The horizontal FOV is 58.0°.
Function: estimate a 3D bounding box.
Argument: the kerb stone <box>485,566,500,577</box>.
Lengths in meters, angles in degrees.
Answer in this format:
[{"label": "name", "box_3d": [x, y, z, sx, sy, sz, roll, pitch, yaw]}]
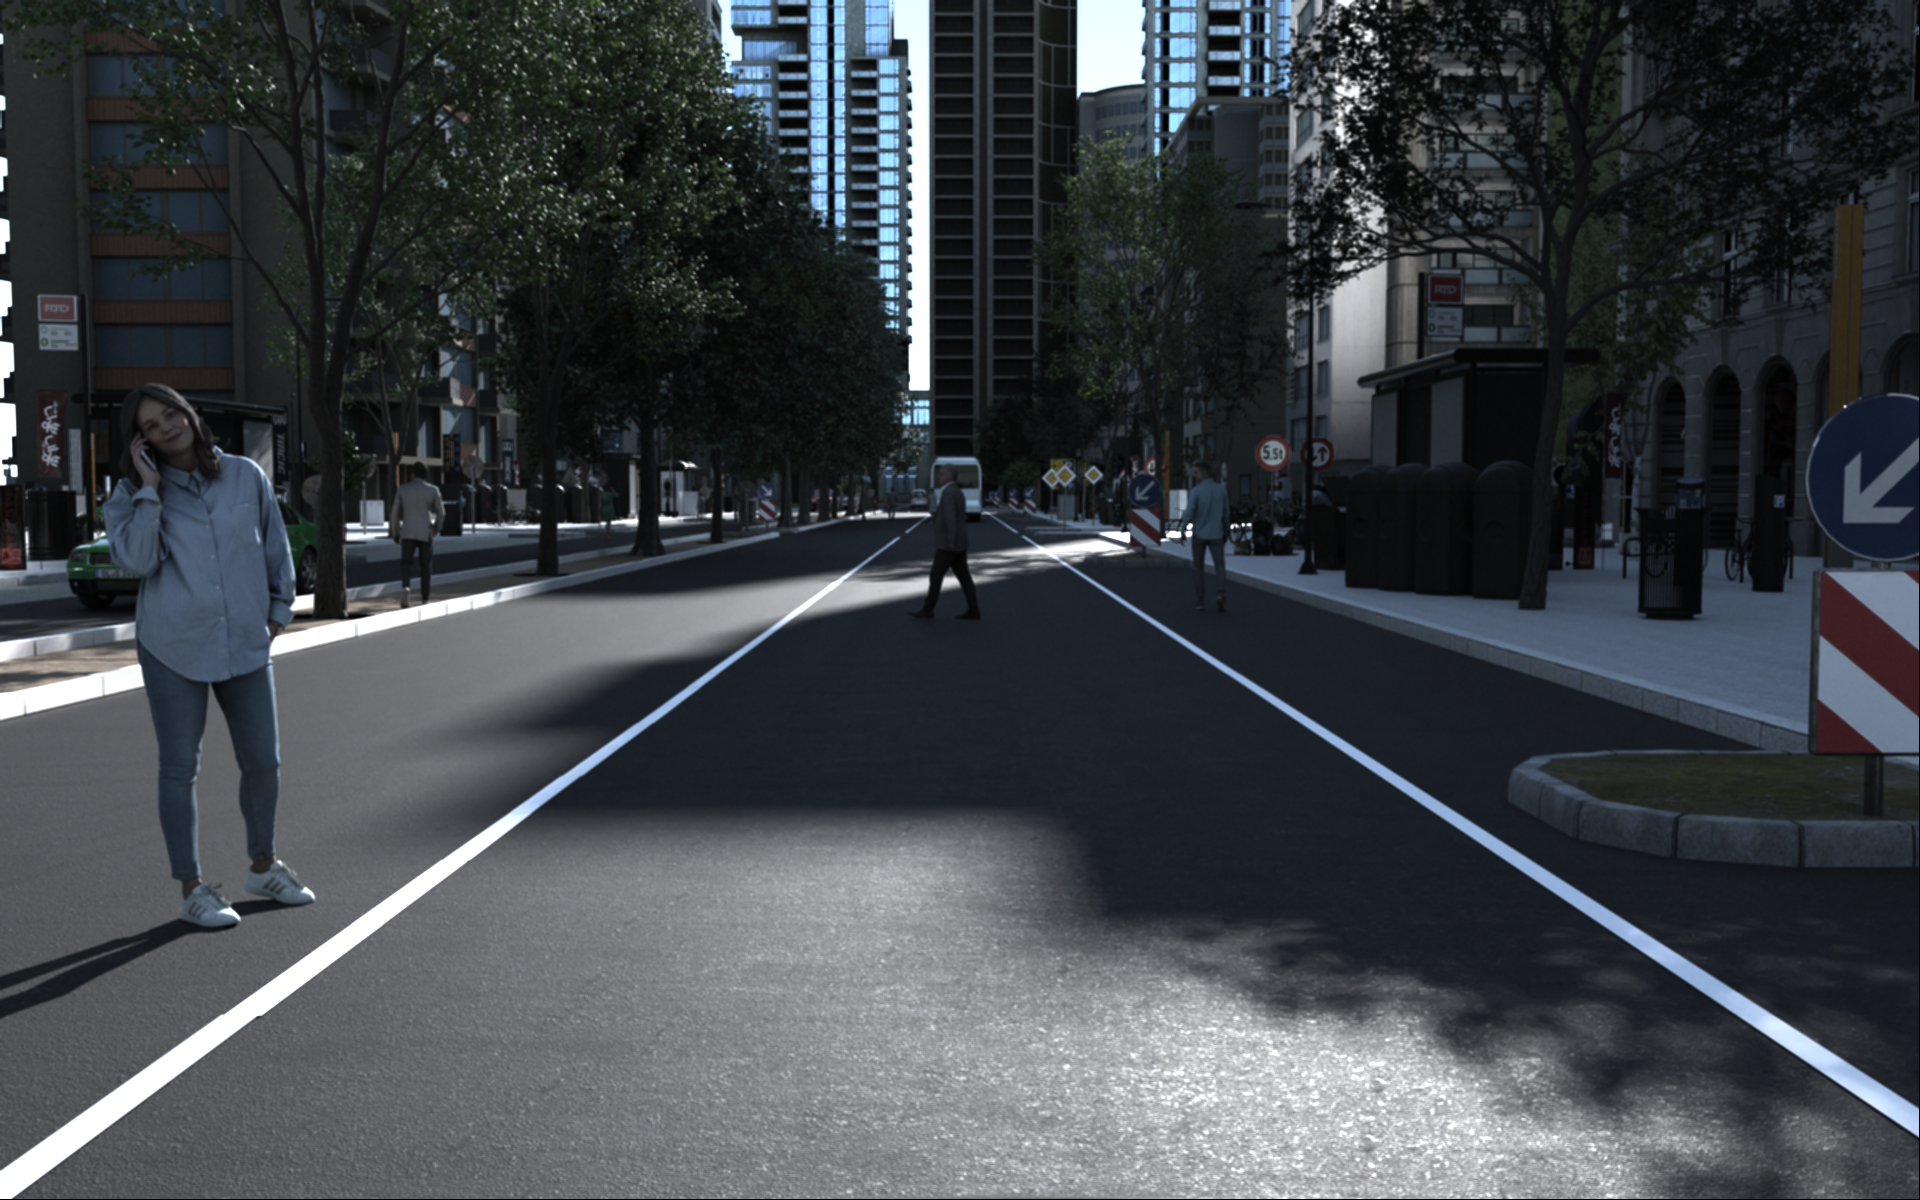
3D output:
[{"label": "kerb stone", "box_3d": [-8.230, -0.481, 30.099, 0.120, 0.150, 1.000, 0, 3, 0]}]

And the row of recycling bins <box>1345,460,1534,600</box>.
[{"label": "row of recycling bins", "box_3d": [6.212, -0.946, 22.573, 1.069, 1.692, 3.534, -1, 4, -21]}]

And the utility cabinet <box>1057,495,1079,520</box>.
[{"label": "utility cabinet", "box_3d": [5.340, -4.567, 85.835, 1.020, 1.237, 0.306, -1, 4, -15]}]

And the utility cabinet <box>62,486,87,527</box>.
[{"label": "utility cabinet", "box_3d": [-23.191, -2.245, 45.390, 0.318, 1.500, 1.173, -3, 5, -40]}]

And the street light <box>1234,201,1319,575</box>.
[{"label": "street light", "box_3d": [5.036, -3.366, 27.580, 1.470, 5.913, 1.316, 0, 3, 0]}]

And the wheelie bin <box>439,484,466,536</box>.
[{"label": "wheelie bin", "box_3d": [-15.554, -2.751, 52.885, 0.980, 1.594, 0.693, 0, 4, -4]}]

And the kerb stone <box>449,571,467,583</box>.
[{"label": "kerb stone", "box_3d": [-8.224, -0.355, 28.056, 0.120, 0.150, 1.000, 0, 3, 0]}]

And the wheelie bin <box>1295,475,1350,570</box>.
[{"label": "wheelie bin", "box_3d": [6.338, -1.316, 29.428, 0.980, 1.594, 0.693, -2, 4, -35]}]

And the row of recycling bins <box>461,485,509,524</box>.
[{"label": "row of recycling bins", "box_3d": [-21.106, -4.170, 75.288, 1.069, 1.692, 3.534, 2, 4, 31]}]

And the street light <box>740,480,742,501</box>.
[{"label": "street light", "box_3d": [-15.080, -9.230, 123.449, 1.470, 5.913, 1.316, 0, 3, 0]}]

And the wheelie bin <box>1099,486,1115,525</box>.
[{"label": "wheelie bin", "box_3d": [6.187, -3.901, 71.684, 0.980, 1.594, 0.693, -1, 4, -17]}]

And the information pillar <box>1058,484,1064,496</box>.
[{"label": "information pillar", "box_3d": [5.503, -5.423, 93.157, 0.304, 2.012, 0.304, -2, 4, -35]}]

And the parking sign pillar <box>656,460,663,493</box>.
[{"label": "parking sign pillar", "box_3d": [-22.896, -8.738, 131.332, 1.447, 3.967, 1.447, 1, 4, 19]}]

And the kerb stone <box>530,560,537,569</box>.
[{"label": "kerb stone", "box_3d": [-8.232, -0.673, 33.193, 0.120, 0.150, 1.000, 0, 3, 0]}]

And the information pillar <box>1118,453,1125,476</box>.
[{"label": "information pillar", "box_3d": [9.179, -6.536, 98.224, 0.504, 3.616, 0.183, 3, 4, 36]}]

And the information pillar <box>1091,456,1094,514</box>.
[{"label": "information pillar", "box_3d": [8.173, -7.084, 107.174, 0.183, 3.616, 0.504, 0, 4, -7]}]

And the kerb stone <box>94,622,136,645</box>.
[{"label": "kerb stone", "box_3d": [-8.211, 0.331, 16.800, 0.120, 0.150, 1.000, 0, 3, 0]}]

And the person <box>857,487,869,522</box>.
[{"label": "person", "box_3d": [-4.948, -4.874, 88.295, 0.694, 1.812, 0.767, 3, 5, 41]}]

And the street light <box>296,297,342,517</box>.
[{"label": "street light", "box_3d": [-15.071, -4.183, 40.939, 1.470, 5.913, 1.316, 0, 3, 0]}]

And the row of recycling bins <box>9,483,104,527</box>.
[{"label": "row of recycling bins", "box_3d": [-35.441, -3.709, 67.758, 3.534, 1.692, 1.069, -1, 4, -22]}]

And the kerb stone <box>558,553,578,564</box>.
[{"label": "kerb stone", "box_3d": [-8.230, -0.854, 36.276, 0.120, 0.150, 1.000, 0, 3, 0]}]

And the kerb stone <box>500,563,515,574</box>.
[{"label": "kerb stone", "box_3d": [-8.228, -0.540, 31.137, 0.120, 0.150, 1.000, 0, 3, 0]}]

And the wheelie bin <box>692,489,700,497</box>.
[{"label": "wheelie bin", "box_3d": [-16.669, -6.244, 109.993, 0.980, 1.594, 0.693, -1, 4, -11]}]

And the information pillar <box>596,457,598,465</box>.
[{"label": "information pillar", "box_3d": [-22.718, -7.114, 107.663, 0.504, 3.616, 0.183, -1, 4, -19]}]

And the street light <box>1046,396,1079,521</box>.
[{"label": "street light", "box_3d": [4.920, -6.645, 81.192, 1.470, 5.913, 1.316, 0, 3, 0]}]

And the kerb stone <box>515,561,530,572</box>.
[{"label": "kerb stone", "box_3d": [-8.225, -0.609, 32.159, 0.120, 0.150, 1.000, 0, 3, 0]}]

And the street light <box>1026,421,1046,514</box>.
[{"label": "street light", "box_3d": [4.954, -8.424, 110.273, 1.470, 5.913, 1.316, 0, 3, 0]}]

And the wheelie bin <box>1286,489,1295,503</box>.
[{"label": "wheelie bin", "box_3d": [18.877, -5.534, 98.391, 0.693, 1.594, 0.980, 1, 4, 11]}]

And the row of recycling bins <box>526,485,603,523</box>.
[{"label": "row of recycling bins", "box_3d": [-17.646, -4.306, 77.516, 3.534, 1.692, 1.069, -3, 4, -36]}]

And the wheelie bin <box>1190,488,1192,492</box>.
[{"label": "wheelie bin", "box_3d": [11.747, -4.746, 85.497, 0.980, 1.594, 0.693, 1, 4, 20]}]

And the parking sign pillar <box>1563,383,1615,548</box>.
[{"label": "parking sign pillar", "box_3d": [15.040, -3.256, 41.708, 1.447, 3.967, 1.447, 3, 5, 41]}]

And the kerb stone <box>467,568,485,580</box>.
[{"label": "kerb stone", "box_3d": [-8.223, -0.417, 29.078, 0.120, 0.150, 1.000, 0, 3, 0]}]

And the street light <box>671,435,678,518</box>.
[{"label": "street light", "box_3d": [-15.034, -7.451, 94.368, 1.470, 5.913, 1.316, 0, 3, 0]}]

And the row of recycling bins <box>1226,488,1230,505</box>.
[{"label": "row of recycling bins", "box_3d": [15.480, -5.894, 103.482, 1.069, 1.692, 3.534, 1, 4, 19]}]

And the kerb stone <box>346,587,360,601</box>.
[{"label": "kerb stone", "box_3d": [-8.217, -0.046, 22.942, 0.120, 0.150, 1.000, 0, 3, 0]}]

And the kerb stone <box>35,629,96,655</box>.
[{"label": "kerb stone", "box_3d": [-8.207, 0.392, 15.778, 0.120, 0.150, 1.000, 0, 3, 0]}]

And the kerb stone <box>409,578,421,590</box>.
[{"label": "kerb stone", "box_3d": [-8.215, -0.233, 26.012, 0.120, 0.150, 1.000, 0, 3, 0]}]

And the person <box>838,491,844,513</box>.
[{"label": "person", "box_3d": [-8.992, -7.440, 130.481, 0.374, 1.781, 0.599, -2, 4, -34]}]

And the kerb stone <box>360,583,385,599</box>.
[{"label": "kerb stone", "box_3d": [-8.213, -0.108, 23.964, 0.120, 0.150, 1.000, 0, 3, 0]}]

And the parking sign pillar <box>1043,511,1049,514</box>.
[{"label": "parking sign pillar", "box_3d": [6.231, -7.720, 114.691, 1.447, 3.967, 1.447, 0, 4, -6]}]

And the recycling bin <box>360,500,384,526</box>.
[{"label": "recycling bin", "box_3d": [-23.656, -3.494, 69.687, 0.722, 1.027, 0.722, -3, 5, -42]}]

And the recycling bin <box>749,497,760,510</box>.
[{"label": "recycling bin", "box_3d": [-16.110, -7.527, 135.615, 0.722, 1.027, 0.722, -2, 4, -25]}]

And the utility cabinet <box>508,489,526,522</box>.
[{"label": "utility cabinet", "box_3d": [-20.447, -4.318, 79.276, 1.173, 1.500, 0.318, -1, 4, -11]}]

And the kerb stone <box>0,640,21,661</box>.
[{"label": "kerb stone", "box_3d": [-8.215, 0.455, 14.757, 0.120, 0.150, 1.000, 0, 3, 0]}]

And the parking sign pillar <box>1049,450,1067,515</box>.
[{"label": "parking sign pillar", "box_3d": [6.588, -7.235, 106.768, 1.447, 3.967, 1.447, 2, 4, 29]}]

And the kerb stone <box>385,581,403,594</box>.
[{"label": "kerb stone", "box_3d": [-8.215, -0.171, 24.986, 0.120, 0.150, 1.000, 0, 3, 0]}]

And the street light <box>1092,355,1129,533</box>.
[{"label": "street light", "box_3d": [4.962, -5.192, 57.430, 1.470, 5.913, 1.316, 0, 3, 0]}]

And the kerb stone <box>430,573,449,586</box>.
[{"label": "kerb stone", "box_3d": [-8.226, -0.296, 27.033, 0.120, 0.150, 1.000, 0, 3, 0]}]

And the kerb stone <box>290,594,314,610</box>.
[{"label": "kerb stone", "box_3d": [-8.231, 0.017, 21.920, 0.120, 0.150, 1.000, 0, 3, 0]}]

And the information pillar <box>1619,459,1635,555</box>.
[{"label": "information pillar", "box_3d": [14.103, -1.959, 36.523, 0.304, 2.012, 0.304, 1, 4, 9]}]
